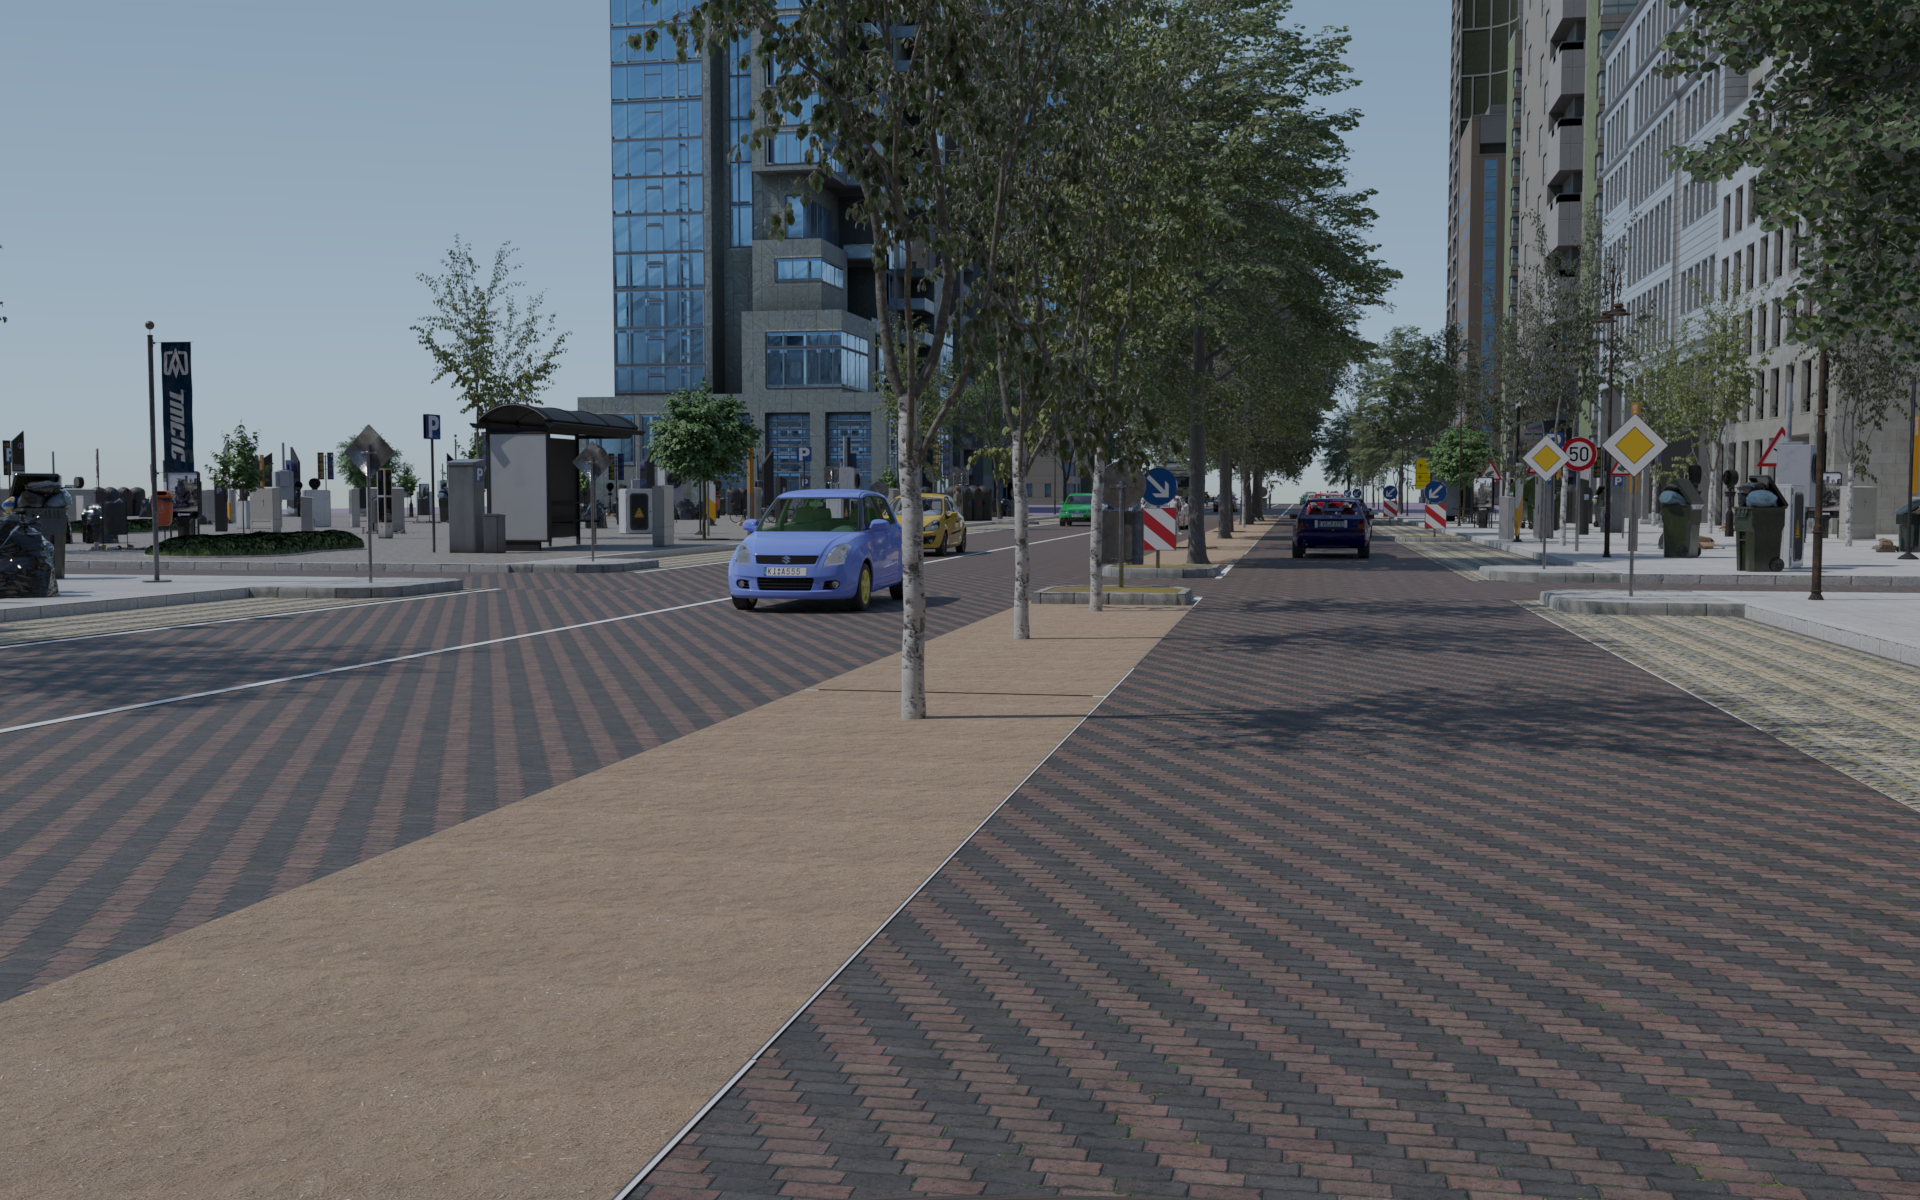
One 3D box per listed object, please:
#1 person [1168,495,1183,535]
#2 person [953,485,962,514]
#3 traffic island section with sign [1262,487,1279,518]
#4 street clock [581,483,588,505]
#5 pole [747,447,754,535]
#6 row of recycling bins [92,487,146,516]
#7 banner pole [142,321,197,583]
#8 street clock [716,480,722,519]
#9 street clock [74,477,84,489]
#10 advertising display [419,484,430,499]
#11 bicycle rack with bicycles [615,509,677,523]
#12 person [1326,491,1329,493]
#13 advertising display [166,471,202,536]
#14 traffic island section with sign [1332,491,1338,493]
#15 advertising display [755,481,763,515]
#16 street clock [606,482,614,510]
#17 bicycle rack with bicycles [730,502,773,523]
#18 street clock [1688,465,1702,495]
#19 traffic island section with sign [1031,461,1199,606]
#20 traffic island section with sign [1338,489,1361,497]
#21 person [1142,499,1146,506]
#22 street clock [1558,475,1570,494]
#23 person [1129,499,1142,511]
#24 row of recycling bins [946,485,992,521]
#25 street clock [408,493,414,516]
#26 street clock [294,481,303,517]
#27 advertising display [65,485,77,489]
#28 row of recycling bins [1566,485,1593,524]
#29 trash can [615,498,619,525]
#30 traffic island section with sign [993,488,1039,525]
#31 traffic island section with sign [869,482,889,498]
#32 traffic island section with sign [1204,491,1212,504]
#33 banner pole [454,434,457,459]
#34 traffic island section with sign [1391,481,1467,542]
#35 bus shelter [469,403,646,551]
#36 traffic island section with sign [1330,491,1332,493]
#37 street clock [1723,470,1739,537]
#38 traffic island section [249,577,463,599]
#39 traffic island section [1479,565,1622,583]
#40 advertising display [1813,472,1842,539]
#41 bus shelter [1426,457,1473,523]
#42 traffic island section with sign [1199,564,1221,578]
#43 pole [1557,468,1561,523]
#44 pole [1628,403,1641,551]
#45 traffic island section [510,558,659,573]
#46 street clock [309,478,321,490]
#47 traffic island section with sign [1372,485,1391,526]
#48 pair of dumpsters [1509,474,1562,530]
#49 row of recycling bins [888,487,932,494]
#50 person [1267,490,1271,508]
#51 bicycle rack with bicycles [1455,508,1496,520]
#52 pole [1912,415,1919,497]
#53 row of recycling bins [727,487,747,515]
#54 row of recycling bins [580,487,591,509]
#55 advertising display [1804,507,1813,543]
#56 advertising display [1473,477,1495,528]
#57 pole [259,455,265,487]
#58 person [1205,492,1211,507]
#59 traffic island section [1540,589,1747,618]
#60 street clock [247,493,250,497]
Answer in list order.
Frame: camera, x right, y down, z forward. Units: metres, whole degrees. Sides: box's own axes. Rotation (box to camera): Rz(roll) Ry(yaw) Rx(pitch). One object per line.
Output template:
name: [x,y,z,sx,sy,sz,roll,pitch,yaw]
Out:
person: [7.589,-3.051,60.981,0.503,1.515,0.523,-1,4,-13]
person: [-0.143,-3.463,65.665,0.362,1.759,0.519,2,4,31]
traffic island section with sign: [18.147,-5.873,104.158,2.006,1.907,1.989,1,4,11]
street clock: [-18.534,-4.948,85.470,0.471,2.002,0.358,-2,4,-33]
pole: [-6.497,-3.662,53.725,0.158,3.312,0.155,0,3,0]
row of recycling bins: [-48.631,-5.680,99.975,1.069,1.692,3.534,1,4,23]
banner pole: [-11.473,-2.145,25.096,0.863,3.779,0.401,0,4,7]
street clock: [-14.049,-5.773,98.962,0.358,2.002,0.471,3,4,37]
street clock: [-36.662,-4.131,72.115,0.471,2.002,0.358,3,4,36]
advertising display: [-32.847,-6.176,106.193,0.123,1.923,0.974,1,4,16]
bicycle rack with bicycles: [-14.024,-3.942,77.827,2.925,0.926,2.852,-1,4,-22]
person: [40.886,-11.257,192.517,0.705,1.831,1.348,-1,4,-9]
advertising display: [-21.673,-2.640,48.374,0.974,1.923,0.123,1,4,9]
traffic island section with sign: [34.315,-8.891,153.998,1.989,1.847,2.006,1,4,11]
advertising display: [-9.973,-4.940,85.983,0.123,1.923,0.974,1,4,11]
street clock: [-21.730,-6.298,107.537,0.471,2.002,0.358,-2,4,-34]
bicycle rack with bicycles: [-8.742,-3.869,76.642,2.925,0.926,2.852,0,4,0]
street clock: [18.330,-2.365,43.245,0.358,2.002,0.471,1,4,11]
traffic island section with sign: [2.092,-0.920,23.183,2.006,1.907,1.989,1,4,11]
traffic island section with sign: [28.992,-7.247,127.119,1.989,1.847,2.006,1,4,11]
person: [8.462,-4.270,78.498,0.728,1.800,0.709,3,5,43]
street clock: [23.247,-3.802,66.730,0.471,2.002,0.358,-3,5,-42]
person: [4.997,-2.462,49.024,0.793,1.790,0.793,-1,4,-22]
row of recycling bins: [0.395,-4.627,82.763,1.069,1.692,3.534,2,4,31]
street clock: [-30.992,-5.700,97.770,0.358,2.002,0.471,1,4,9]
street clock: [-36.874,-5.625,96.540,0.471,2.002,0.358,-2,4,-27]
advertising display: [-61.514,-7.024,120.054,0.123,1.923,0.974,3,5,40]
row of recycling bins: [26.739,-4.226,76.215,1.069,1.692,3.534,0,4,-6]
trash can: [-13.377,-3.508,69.008,0.748,1.137,0.748,0,3,0]
traffic island section with sign: [2.695,-4.468,81.687,1.989,1.847,2.006,1,4,11]
traffic island section with sign: [-2.638,-2.821,54.755,1.989,1.847,2.006,1,4,11]
traffic island section with sign: [33.669,-14.025,237.943,1.989,1.847,2.006,1,4,11]
banner pole: [-21.161,-5.059,72.736,0.401,3.779,0.863,-1,4,-17]
traffic island section with sign: [14.117,-2.656,52.049,1.989,1.847,2.006,1,4,11]
bus shelter: [-9.451,-2.898,41.305,2.014,3.302,5.546,1,4,11]
traffic island section with sign: [45.141,-12.227,208.544,1.989,1.847,2.006,1,4,11]
street clock: [23.081,-2.895,51.907,0.358,2.002,0.471,-1,4,-10]
traffic island section: [-8.541,-0.169,25.044,2.009,0.180,2.903,1,4,11]
traffic island section: [9.973,-0.443,29.522,2.009,0.180,2.903,1,4,11]
advertising display: [24.955,-2.746,50.114,0.974,1.923,0.123,2,4,25]
bus shelter: [22.582,-5.239,79.573,2.014,3.302,5.546,1,4,11]
traffic island section with sign: [3.542,-1.365,30.447,2.006,1.907,1.989,1,4,11]
pole: [24.392,-4.692,70.549,0.158,3.312,0.155,0,3,0]
pole: [15.102,-2.748,38.780,0.158,3.312,0.155,0,3,0]
traffic island section: [-6.988,-0.648,32.877,2.009,0.180,2.903,1,4,11]
street clock: [-29.090,-4.498,78.113,0.471,2.002,0.358,0,4,3]
traffic island section with sign: [19.351,-4.273,78.493,1.989,1.847,2.006,1,4,11]
pair of dumpsters: [21.336,-3.771,64.146,1.574,2.255,4.437,1,4,11]
row of recycling bins: [-2.967,-5.594,98.569,3.534,1.692,1.069,3,5,40]
person: [30.855,-10.036,172.666,0.705,1.814,1.350,1,4,21]
bicycle rack with bicycles: [25.402,-4.495,86.879,2.925,0.926,2.852,-1,4,-11]
pole: [24.716,-3.117,44.811,0.158,3.312,0.155,0,3,0]
row of recycling bins: [-13.200,-6.081,106.534,1.069,1.692,3.534,1,4,23]
row of recycling bins: [-20.071,-5.218,92.427,1.069,1.692,3.534,0,4,-1]
advertising display: [21.934,-2.462,45.475,0.974,1.923,0.123,-2,4,-29]
advertising display: [19.697,-3.668,65.180,0.123,1.923,0.974,-2,4,-29]
pole: [-36.108,-5.859,89.644,0.158,3.312,0.155,0,3,0]
person: [28.167,-11.466,196.785,0.721,1.723,1.217,-2,4,-27]
traffic island section: [8.420,0.036,21.689,2.009,0.180,2.903,1,4,11]
street clock: [-48.197,-6.926,117.806,0.471,2.002,0.358,2,4,28]
